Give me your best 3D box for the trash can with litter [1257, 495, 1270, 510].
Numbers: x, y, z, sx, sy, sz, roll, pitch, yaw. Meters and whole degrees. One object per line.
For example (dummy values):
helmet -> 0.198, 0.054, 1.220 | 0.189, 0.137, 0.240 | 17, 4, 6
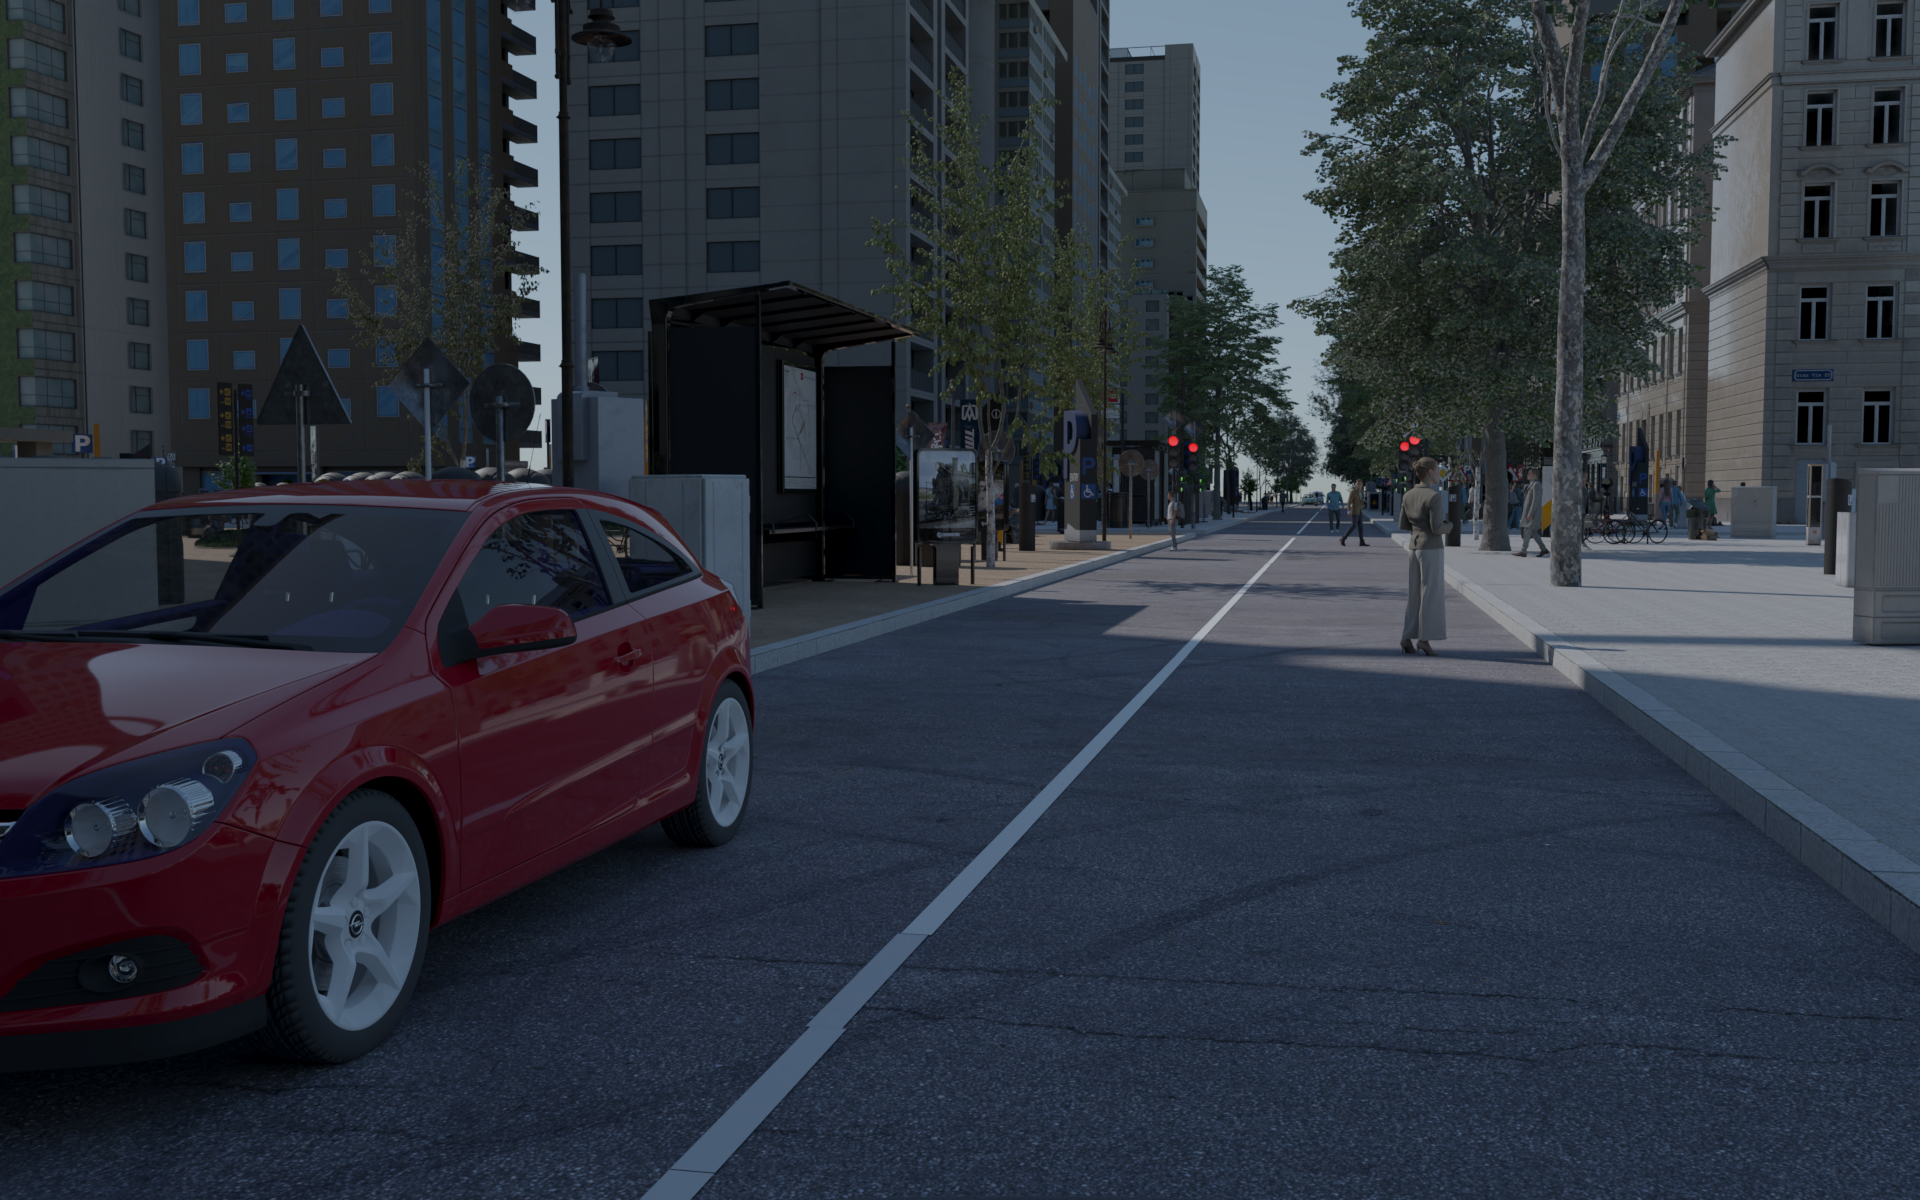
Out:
trash can with litter -> 23.934, -7.659, 136.614 | 1.055, 1.170, 0.624 | -3, 5, -41

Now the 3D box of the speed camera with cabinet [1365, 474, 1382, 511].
speed camera with cabinet -> 31.712, -8.350, 130.860 | 2.038, 3.252, 0.660 | 0, 4, -2

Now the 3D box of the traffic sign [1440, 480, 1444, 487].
traffic sign -> 36.168, -8.011, 130.987 | 0.884, 2.594, 0.081 | 1, 4, 17

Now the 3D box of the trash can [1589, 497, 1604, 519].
trash can -> 30.081, -4.301, 81.967 | 0.748, 1.137, 0.748 | 0, 3, 0

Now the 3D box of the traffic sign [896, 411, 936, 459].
traffic sign -> -0.773, -1.689, 27.353 | 0.795, 2.593, 0.064 | 1, 4, 21

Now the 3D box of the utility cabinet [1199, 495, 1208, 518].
utility cabinet -> 12.972, -5.073, 94.106 | 1.020, 1.237, 0.306 | 1, 4, 9

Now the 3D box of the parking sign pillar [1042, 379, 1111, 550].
parking sign pillar -> 2.794, -3.158, 40.108 | 1.447, 3.967, 1.447 | -1, 4, -12

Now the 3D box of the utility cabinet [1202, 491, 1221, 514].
utility cabinet -> 15.616, -6.034, 107.342 | 1.173, 1.500, 0.318 | -2, 4, -31

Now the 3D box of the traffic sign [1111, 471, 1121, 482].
traffic sign -> 7.121, -4.804, 78.644 | 0.768, 2.556, 0.104 | 1, 4, 15

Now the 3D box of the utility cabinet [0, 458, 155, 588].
utility cabinet -> -5.678, -0.131, 10.814 | 1.173, 1.500, 0.318 | -2, 4, -35

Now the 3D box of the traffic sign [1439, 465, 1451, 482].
traffic sign -> 21.614, -4.755, 77.479 | 0.795, 2.593, 0.064 | 1, 4, 21

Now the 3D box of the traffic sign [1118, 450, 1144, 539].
traffic sign -> 4.908, -3.040, 49.802 | 0.768, 2.556, 0.104 | 1, 4, 20

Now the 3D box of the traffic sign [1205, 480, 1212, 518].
traffic sign -> 13.175, -5.680, 92.980 | 0.768, 2.556, 0.104 | 1, 4, 16

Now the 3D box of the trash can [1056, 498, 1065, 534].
trash can -> 3.441, -2.708, 55.926 | 0.748, 1.137, 0.748 | 0, 3, 0

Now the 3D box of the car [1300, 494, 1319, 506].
car -> 41.335, -11.807, 204.842 | 2.131, 1.459, 4.920 | 1, 4, 10

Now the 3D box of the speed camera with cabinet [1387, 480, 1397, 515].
speed camera with cabinet -> 26.658, -6.832, 106.042 | 0.660, 3.252, 2.038 | 0, 4, 1

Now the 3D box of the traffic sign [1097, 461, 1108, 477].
traffic sign -> 4.231, -3.334, 54.512 | 0.884, 2.594, 0.081 | 1, 4, 16

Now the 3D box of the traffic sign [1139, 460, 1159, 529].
traffic sign -> 6.975, -3.912, 64.066 | 0.768, 2.556, 0.104 | 1, 4, 20

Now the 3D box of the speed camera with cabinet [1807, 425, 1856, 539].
speed camera with cabinet -> 25.285, -3.419, 50.236 | 2.038, 3.252, 0.660 | -3, 5, -40

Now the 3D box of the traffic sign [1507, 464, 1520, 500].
traffic sign -> 23.881, -4.599, 75.193 | 0.884, 2.594, 0.081 | 1, 4, 17

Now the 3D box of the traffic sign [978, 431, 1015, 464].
traffic sign -> 0.727, -2.122, 34.801 | 0.768, 2.556, 0.104 | 1, 4, 17

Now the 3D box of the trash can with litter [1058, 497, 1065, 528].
trash can with litter -> 4.123, -3.230, 64.206 | 1.055, 1.170, 0.624 | 2, 4, 35

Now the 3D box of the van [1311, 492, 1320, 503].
van -> 57.565, -16.718, 280.358 | 2.013, 2.044, 4.112 | 1, 4, 12

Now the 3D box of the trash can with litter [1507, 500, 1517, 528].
trash can with litter -> 20.308, -3.246, 64.452 | 1.055, 1.170, 0.624 | 0, 4, -4

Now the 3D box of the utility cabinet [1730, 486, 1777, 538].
utility cabinet -> 22.841, -2.519, 49.860 | 0.318, 1.500, 1.173 | -3, 5, -43

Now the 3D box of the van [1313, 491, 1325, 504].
van -> 52.296, -15.041, 252.929 | 2.013, 2.044, 4.112 | 1, 4, 11

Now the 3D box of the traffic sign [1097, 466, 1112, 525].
traffic sign -> 5.870, -4.358, 71.360 | 0.768, 2.556, 0.104 | 1, 4, 16

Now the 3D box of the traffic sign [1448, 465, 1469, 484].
traffic sign -> 21.067, -4.476, 73.193 | 0.884, 2.594, 0.081 | 1, 4, 20

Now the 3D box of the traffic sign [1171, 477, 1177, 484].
traffic sign -> 13.239, -6.466, 105.825 | 0.768, 2.556, 0.104 | 1, 4, 22

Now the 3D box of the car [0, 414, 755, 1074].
car -> -2.097, 0.196, 5.830 | 2.155, 1.783, 4.494 | 1, 4, 12

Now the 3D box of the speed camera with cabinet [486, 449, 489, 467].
speed camera with cabinet -> -21.308, -4.969, 75.574 | 2.038, 3.252, 0.660 | 1, 4, 14

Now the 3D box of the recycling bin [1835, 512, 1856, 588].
recycling bin -> 12.575, -0.696, 23.930 | 0.722, 1.027, 0.722 | 1, 4, 15

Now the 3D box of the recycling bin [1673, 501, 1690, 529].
recycling bin -> 26.957, -3.156, 64.156 | 0.722, 1.027, 0.722 | -1, 4, -18

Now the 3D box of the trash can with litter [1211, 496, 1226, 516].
trash can with litter -> 14.927, -5.431, 100.181 | 0.624, 1.170, 1.055 | 2, 4, 27

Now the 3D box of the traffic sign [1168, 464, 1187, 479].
traffic sign -> 8.762, -4.290, 69.868 | 0.795, 2.593, 0.064 | 1, 4, 19

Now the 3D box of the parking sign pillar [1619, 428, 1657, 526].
parking sign pillar -> 27.310, -4.966, 69.663 | 1.447, 3.967, 1.447 | 0, 4, 7

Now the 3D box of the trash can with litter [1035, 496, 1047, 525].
trash can with litter -> 2.706, -3.683, 71.276 | 2.233, 1.210, 1.678 | 2, 4, 34

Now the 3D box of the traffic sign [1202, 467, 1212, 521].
traffic sign -> 11.501, -4.990, 81.692 | 0.768, 2.556, 0.104 | 1, 4, 21

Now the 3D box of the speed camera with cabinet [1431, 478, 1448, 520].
speed camera with cabinet -> 20.685, -4.937, 75.059 | 0.660, 3.252, 2.038 | 0, 4, -8

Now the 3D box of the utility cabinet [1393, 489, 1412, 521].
utility cabinet -> 20.820, -4.405, 80.700 | 1.173, 1.500, 0.318 | 1, 4, 19

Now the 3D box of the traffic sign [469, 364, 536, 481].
traffic sign -> -4.493, -1.030, 16.954 | 0.768, 2.556, 0.104 | 1, 4, 21

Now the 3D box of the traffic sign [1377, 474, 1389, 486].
traffic sign -> 27.153, -6.795, 111.199 | 0.768, 2.556, 0.104 | 1, 4, 19

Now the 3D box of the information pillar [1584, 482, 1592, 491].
information pillar -> 41.595, -6.769, 115.158 | 0.304, 2.012, 0.304 | -2, 4, -33

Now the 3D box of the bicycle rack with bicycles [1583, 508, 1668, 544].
bicycle rack with bicycles -> 16.878, -1.933, 44.988 | 2.925, 0.926, 2.852 | 0, 4, 4

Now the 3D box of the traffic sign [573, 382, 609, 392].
traffic sign -> -4.244, -1.198, 19.695 | 0.768, 2.556, 0.104 | 1, 4, 20

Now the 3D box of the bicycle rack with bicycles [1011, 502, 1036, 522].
bicycle rack with bicycles -> 2.255, -4.050, 79.604 | 2.925, 0.926, 2.852 | 0, 4, -8

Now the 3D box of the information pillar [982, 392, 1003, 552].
information pillar -> 0.743, -2.895, 38.685 | 0.504, 3.616, 0.183 | 1, 4, 13

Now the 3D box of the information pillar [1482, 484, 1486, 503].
information pillar -> 39.601, -7.727, 130.824 | 0.304, 2.012, 0.304 | 2, 4, 35

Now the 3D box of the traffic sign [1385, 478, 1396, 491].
traffic sign -> 27.493, -6.744, 110.262 | 0.884, 2.594, 0.081 | 1, 4, 17

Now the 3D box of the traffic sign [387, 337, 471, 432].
traffic sign -> -4.466, -0.907, 14.562 | 0.795, 2.593, 0.064 | 1, 4, 17

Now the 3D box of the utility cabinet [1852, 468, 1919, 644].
utility cabinet -> 8.247, -0.368, 14.695 | 1.173, 1.500, 0.318 | 0, 4, -4

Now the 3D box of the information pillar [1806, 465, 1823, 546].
information pillar -> 21.294, -2.365, 43.157 | 0.304, 2.012, 0.304 | 1, 4, 16

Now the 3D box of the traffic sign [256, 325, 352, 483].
traffic sign -> -5.063, -0.815, 13.332 | 0.884, 2.594, 0.081 | 1, 4, 19

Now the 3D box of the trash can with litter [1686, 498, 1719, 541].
trash can with litter -> 20.668, -2.244, 48.071 | 0.624, 1.170, 1.055 | -1, 4, -16

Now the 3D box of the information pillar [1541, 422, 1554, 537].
information pillar -> 17.545, -3.676, 51.459 | 0.504, 3.616, 0.183 | 2, 4, 27

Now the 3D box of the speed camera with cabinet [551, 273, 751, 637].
speed camera with cabinet -> -2.760, -1.285, 15.352 | 2.038, 3.252, 0.660 | 3, 5, 39

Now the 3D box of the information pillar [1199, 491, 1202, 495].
information pillar -> 18.661, -8.805, 135.308 | 0.504, 3.616, 0.183 | 2, 4, 24
